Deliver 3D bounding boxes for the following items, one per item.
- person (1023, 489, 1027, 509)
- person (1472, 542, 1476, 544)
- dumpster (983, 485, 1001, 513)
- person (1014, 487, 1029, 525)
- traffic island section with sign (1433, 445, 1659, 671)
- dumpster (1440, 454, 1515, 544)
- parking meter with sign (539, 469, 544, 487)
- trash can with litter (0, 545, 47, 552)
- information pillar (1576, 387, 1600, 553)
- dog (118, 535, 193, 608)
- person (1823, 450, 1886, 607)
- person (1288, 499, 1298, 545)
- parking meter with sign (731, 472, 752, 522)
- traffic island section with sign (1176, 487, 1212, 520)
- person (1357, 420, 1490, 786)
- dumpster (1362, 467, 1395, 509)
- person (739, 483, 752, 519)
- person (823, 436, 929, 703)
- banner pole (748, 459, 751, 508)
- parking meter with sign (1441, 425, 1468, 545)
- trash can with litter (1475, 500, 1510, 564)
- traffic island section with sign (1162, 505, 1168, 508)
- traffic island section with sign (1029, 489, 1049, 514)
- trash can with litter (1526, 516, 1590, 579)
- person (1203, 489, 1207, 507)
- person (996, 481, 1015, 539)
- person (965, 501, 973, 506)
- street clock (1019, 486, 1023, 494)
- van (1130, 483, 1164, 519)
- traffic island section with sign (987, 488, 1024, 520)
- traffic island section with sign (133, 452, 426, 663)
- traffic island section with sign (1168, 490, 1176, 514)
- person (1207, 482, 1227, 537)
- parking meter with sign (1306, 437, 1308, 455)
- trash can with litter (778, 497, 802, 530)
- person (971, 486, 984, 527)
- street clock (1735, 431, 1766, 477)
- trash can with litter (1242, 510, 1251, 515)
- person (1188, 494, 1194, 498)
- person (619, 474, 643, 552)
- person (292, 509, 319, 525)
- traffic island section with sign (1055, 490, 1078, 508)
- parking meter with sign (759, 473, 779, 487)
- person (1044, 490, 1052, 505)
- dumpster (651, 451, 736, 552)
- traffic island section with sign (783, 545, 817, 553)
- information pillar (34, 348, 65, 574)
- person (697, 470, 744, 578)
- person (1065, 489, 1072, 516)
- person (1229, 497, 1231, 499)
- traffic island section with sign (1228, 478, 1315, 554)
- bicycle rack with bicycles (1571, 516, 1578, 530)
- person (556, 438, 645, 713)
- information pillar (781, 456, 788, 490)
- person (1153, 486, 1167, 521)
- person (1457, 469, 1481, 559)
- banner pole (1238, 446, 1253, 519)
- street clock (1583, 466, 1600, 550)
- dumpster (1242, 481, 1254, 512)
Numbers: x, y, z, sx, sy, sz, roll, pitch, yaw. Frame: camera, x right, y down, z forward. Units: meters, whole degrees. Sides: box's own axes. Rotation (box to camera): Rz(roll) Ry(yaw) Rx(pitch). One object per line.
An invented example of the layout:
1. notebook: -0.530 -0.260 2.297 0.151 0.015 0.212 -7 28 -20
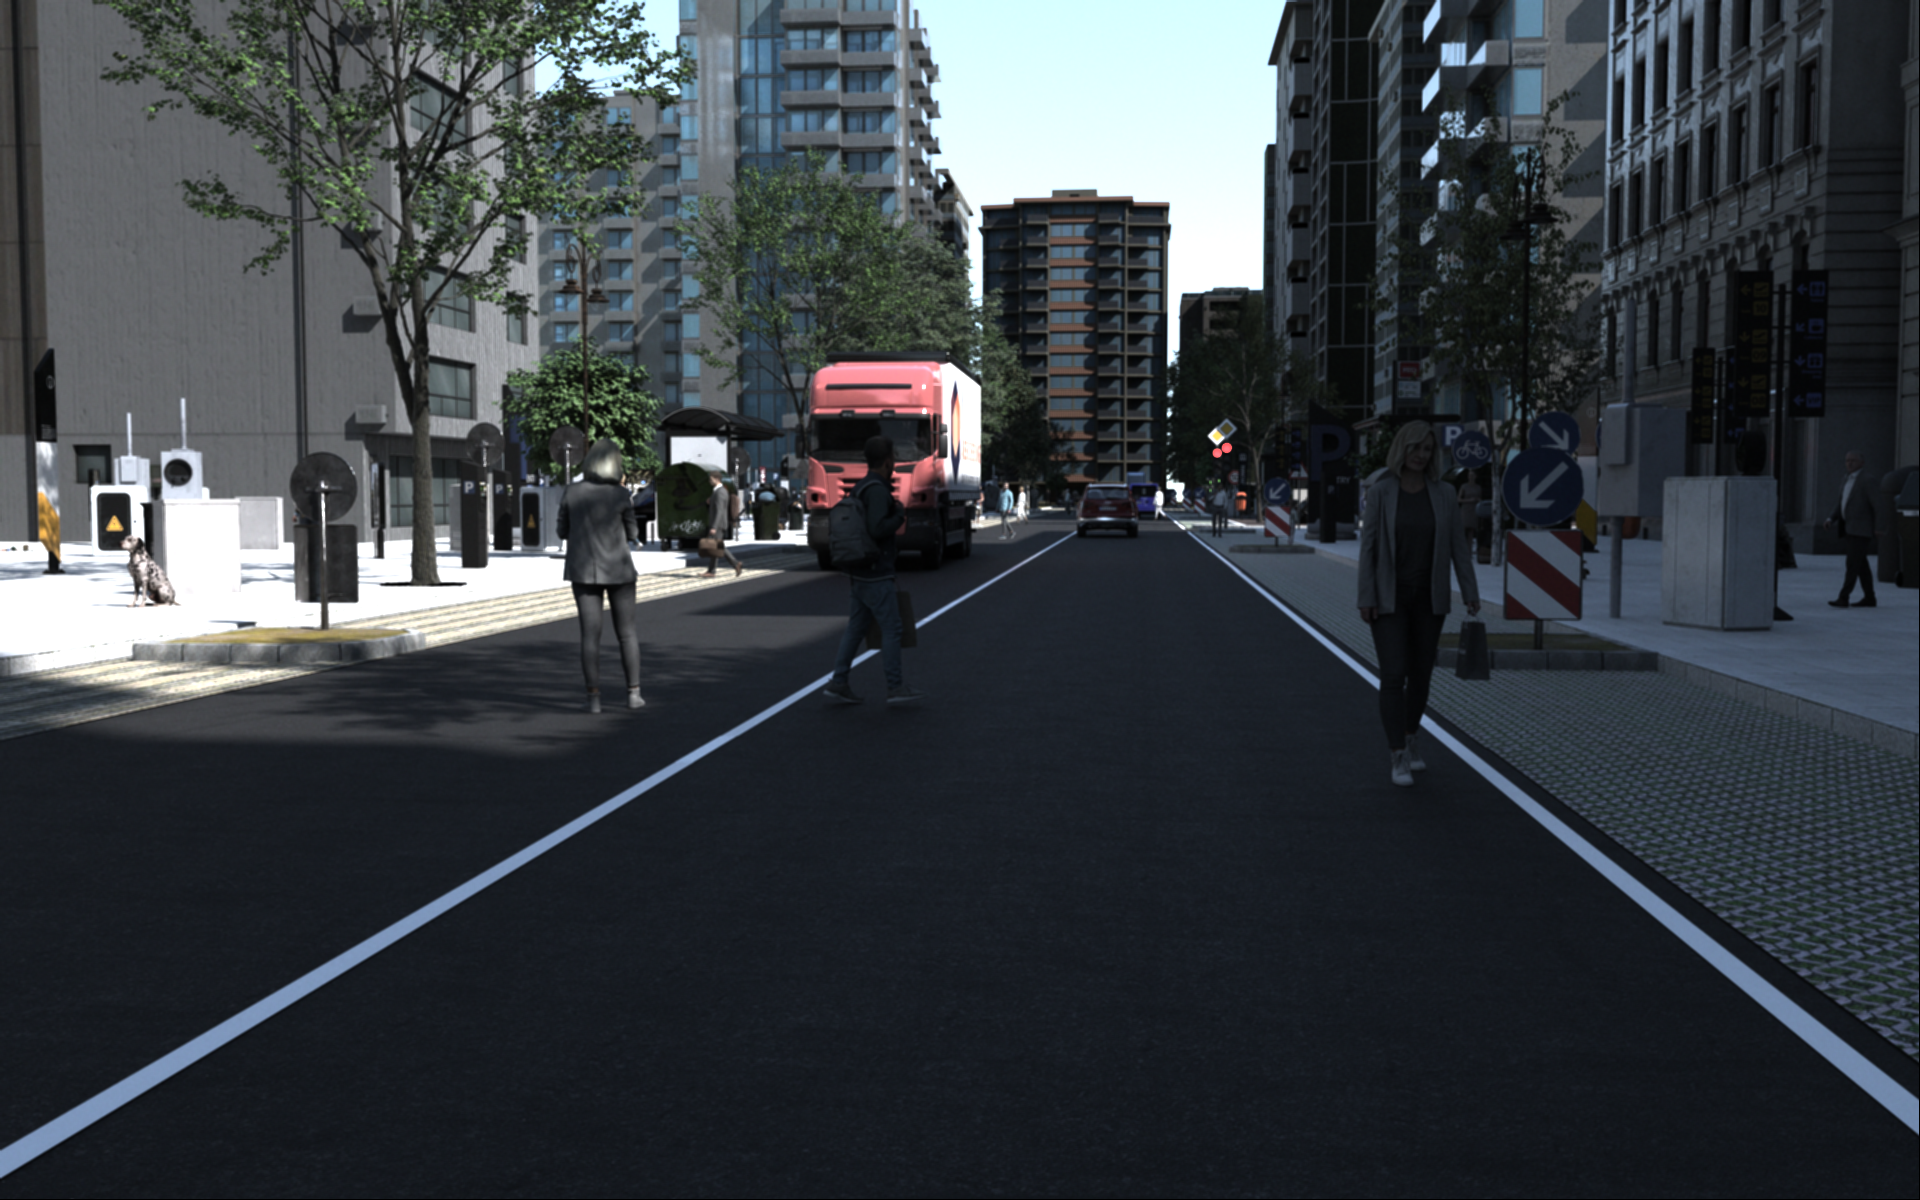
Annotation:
1. person: 4.248 -6.689 118.050 0.728 1.800 0.709 0 4 3
2. person: 12.956 -2.379 44.813 0.818 1.842 0.514 0 4 8
3. dumpster: 2.158 -6.716 115.557 1.264 1.857 1.865 0 4 6
4. person: 2.884 -4.413 81.010 0.694 1.780 0.624 -3 5 -41
5. traffic island section with sign: 4.740 -0.387 14.954 1.989 1.847 2.006 0 4 6
6. dumpster: 11.264 -2.148 37.617 1.502 2.255 1.985 0 4 6
7. parking meter with sign: -25.304 -6.834 107.991 1.738 3.016 0.543 -1 4 -16
8. trash can with litter: -21.566 -1.682 38.566 2.233 1.210 1.678 -1 4 -19
9. information pillar: 13.791 -2.854 38.017 0.183 3.616 0.504 -3 4 -38
10. dog: -9.097 -0.327 19.721 0.800 0.831 0.513 -1 4 -17
11. person: 10.053 -0.801 19.546 0.834 1.777 0.661 -1 4 -20
12. person: 8.377 -1.894 43.742 0.425 1.301 0.394 3 5 40
13. parking meter with sign: -10.688 -5.143 80.356 1.738 3.016 0.543 -3 4 -38
14. traffic island section with sign: 13.358 -5.438 97.543 1.989 1.847 2.006 0 4 6
15. person: 2.356 -0.006 8.773 0.709 1.800 0.728 0 4 4
16. dumpster: 8.869 -1.791 35.034 1.264 1.857 1.865 0 4 6
17. person: -10.916 -5.016 87.905 0.795 1.843 0.661 -1 4 -14
18. person: -0.578 -0.202 11.789 0.713 1.824 0.794 0 4 -3
19. banner pole: -14.970 -8.147 123.212 0.401 3.779 0.863 -2 4 -26
20. parking meter with sign: 12.360 -2.853 42.901 0.543 3.016 1.738 0 4 4
21. trash can with litter: 9.856 -1.263 32.041 0.624 1.170 1.055 1 4 16
22. traffic island section with sign: 21.270 -10.072 173.312 1.989 1.847 2.006 0 4 6
23. traffic island section with sign: 5.385 -7.087 124.501 1.989 1.847 2.006 0 4 6
24. trash can with litter: 8.974 -0.895 26.029 1.055 1.170 0.624 -3 4 -39
25. person: 25.020 -10.490 177.489 1.348 1.831 0.705 3 4 38
26. person: 1.522 -2.906 55.881 0.748 1.841 0.638 -2 4 -29
27. person: 0.486 -4.619 84.196 0.537 1.800 0.526 -1 4 -20
28. street clock: 5.233 -8.773 148.004 0.358 2.002 0.471 1 4 10
29. van: 10.819 -5.938 101.477 2.240 2.365 5.245 0 4 7
30. traffic island section with sign: 2.592 -5.447 97.690 1.989 1.847 2.006 0 4 6
31. traffic island section with sign: -5.969 -0.426 15.588 1.989 1.847 2.006 0 4 6
32. traffic island section with sign: 16.197 -7.102 124.745 1.989 1.847 2.006 0 4 6
33. person: 8.523 -2.989 57.463 0.679 1.850 0.850 0 4 2
34. parking meter with sign: 10.783 -3.402 51.887 0.543 3.016 1.738 0 4 2
35. trash can with litter: -6.048 -3.036 61.020 1.055 1.170 0.624 0 4 8
36. person: 0.736 -4.095 75.435 0.573 1.828 0.580 1 4 15
37. street clock: 9.043 -0.935 19.852 0.358 2.002 0.471 1 4 11
38. trash can with litter: 17.414 -5.836 106.798 1.055 1.170 0.624 2 4 27
39. person: 25.908 -11.635 196.356 1.350 1.814 0.705 3 4 38
40. person: -7.301 -1.929 38.254 0.598 1.740 0.731 0 4 0
41. person: -10.928 -1.420 29.173 0.656 1.842 0.836 -1 4 -9
42. traffic island section with sign: 10.715 -10.205 175.484 1.989 1.847 2.006 0 4 6
43. parking meter with sign: -15.825 -9.046 144.159 0.543 3.016 1.738 2 4 34
44. person: 9.994 -11.618 196.545 0.990 1.755 0.434 0 4 -4
45. dumpster: -5.992 -2.228 38.924 1.502 2.255 1.985 0 4 6
46. traffic island section with sign: -3.177 -2.065 42.399 1.989 1.847 2.006 0 4 6
47. information pillar: -14.575 -2.221 27.670 0.183 3.616 0.504 0 4 1
48. person: -4.070 -1.283 29.444 0.822 1.834 0.622 -1 4 -16
49. person: 7.173 -6.441 114.303 0.515 1.767 0.782 0 4 7
50. person: 29.513 -11.116 188.610 0.721 1.723 1.217 0 4 -3
51. traffic island section with sign: 7.604 -2.067 42.426 1.989 1.847 2.006 0 4 6
52. bicycle rack with bicycles: 17.120 -2.446 53.371 2.852 0.926 2.925 -2 4 -29
53. person: -2.402 -0.175 11.538 0.537 1.800 0.526 0 4 2
54. information pillar: -10.742 -7.021 106.143 0.504 3.616 0.183 1 4 19
55. person: 10.597 -5.107 91.885 0.818 1.842 0.514 2 4 32
56. person: 10.076 -1.706 34.277 0.599 1.781 0.374 -1 4 -9
57. banner pole: 14.842 -6.119 90.057 0.863 3.779 0.401 -1 4 -16
58. street clock: 13.992 -2.083 38.630 0.358 2.002 0.471 -3 5 -43
59. dumpster: 20.668 -7.441 124.148 1.502 2.255 1.985 0 4 6
